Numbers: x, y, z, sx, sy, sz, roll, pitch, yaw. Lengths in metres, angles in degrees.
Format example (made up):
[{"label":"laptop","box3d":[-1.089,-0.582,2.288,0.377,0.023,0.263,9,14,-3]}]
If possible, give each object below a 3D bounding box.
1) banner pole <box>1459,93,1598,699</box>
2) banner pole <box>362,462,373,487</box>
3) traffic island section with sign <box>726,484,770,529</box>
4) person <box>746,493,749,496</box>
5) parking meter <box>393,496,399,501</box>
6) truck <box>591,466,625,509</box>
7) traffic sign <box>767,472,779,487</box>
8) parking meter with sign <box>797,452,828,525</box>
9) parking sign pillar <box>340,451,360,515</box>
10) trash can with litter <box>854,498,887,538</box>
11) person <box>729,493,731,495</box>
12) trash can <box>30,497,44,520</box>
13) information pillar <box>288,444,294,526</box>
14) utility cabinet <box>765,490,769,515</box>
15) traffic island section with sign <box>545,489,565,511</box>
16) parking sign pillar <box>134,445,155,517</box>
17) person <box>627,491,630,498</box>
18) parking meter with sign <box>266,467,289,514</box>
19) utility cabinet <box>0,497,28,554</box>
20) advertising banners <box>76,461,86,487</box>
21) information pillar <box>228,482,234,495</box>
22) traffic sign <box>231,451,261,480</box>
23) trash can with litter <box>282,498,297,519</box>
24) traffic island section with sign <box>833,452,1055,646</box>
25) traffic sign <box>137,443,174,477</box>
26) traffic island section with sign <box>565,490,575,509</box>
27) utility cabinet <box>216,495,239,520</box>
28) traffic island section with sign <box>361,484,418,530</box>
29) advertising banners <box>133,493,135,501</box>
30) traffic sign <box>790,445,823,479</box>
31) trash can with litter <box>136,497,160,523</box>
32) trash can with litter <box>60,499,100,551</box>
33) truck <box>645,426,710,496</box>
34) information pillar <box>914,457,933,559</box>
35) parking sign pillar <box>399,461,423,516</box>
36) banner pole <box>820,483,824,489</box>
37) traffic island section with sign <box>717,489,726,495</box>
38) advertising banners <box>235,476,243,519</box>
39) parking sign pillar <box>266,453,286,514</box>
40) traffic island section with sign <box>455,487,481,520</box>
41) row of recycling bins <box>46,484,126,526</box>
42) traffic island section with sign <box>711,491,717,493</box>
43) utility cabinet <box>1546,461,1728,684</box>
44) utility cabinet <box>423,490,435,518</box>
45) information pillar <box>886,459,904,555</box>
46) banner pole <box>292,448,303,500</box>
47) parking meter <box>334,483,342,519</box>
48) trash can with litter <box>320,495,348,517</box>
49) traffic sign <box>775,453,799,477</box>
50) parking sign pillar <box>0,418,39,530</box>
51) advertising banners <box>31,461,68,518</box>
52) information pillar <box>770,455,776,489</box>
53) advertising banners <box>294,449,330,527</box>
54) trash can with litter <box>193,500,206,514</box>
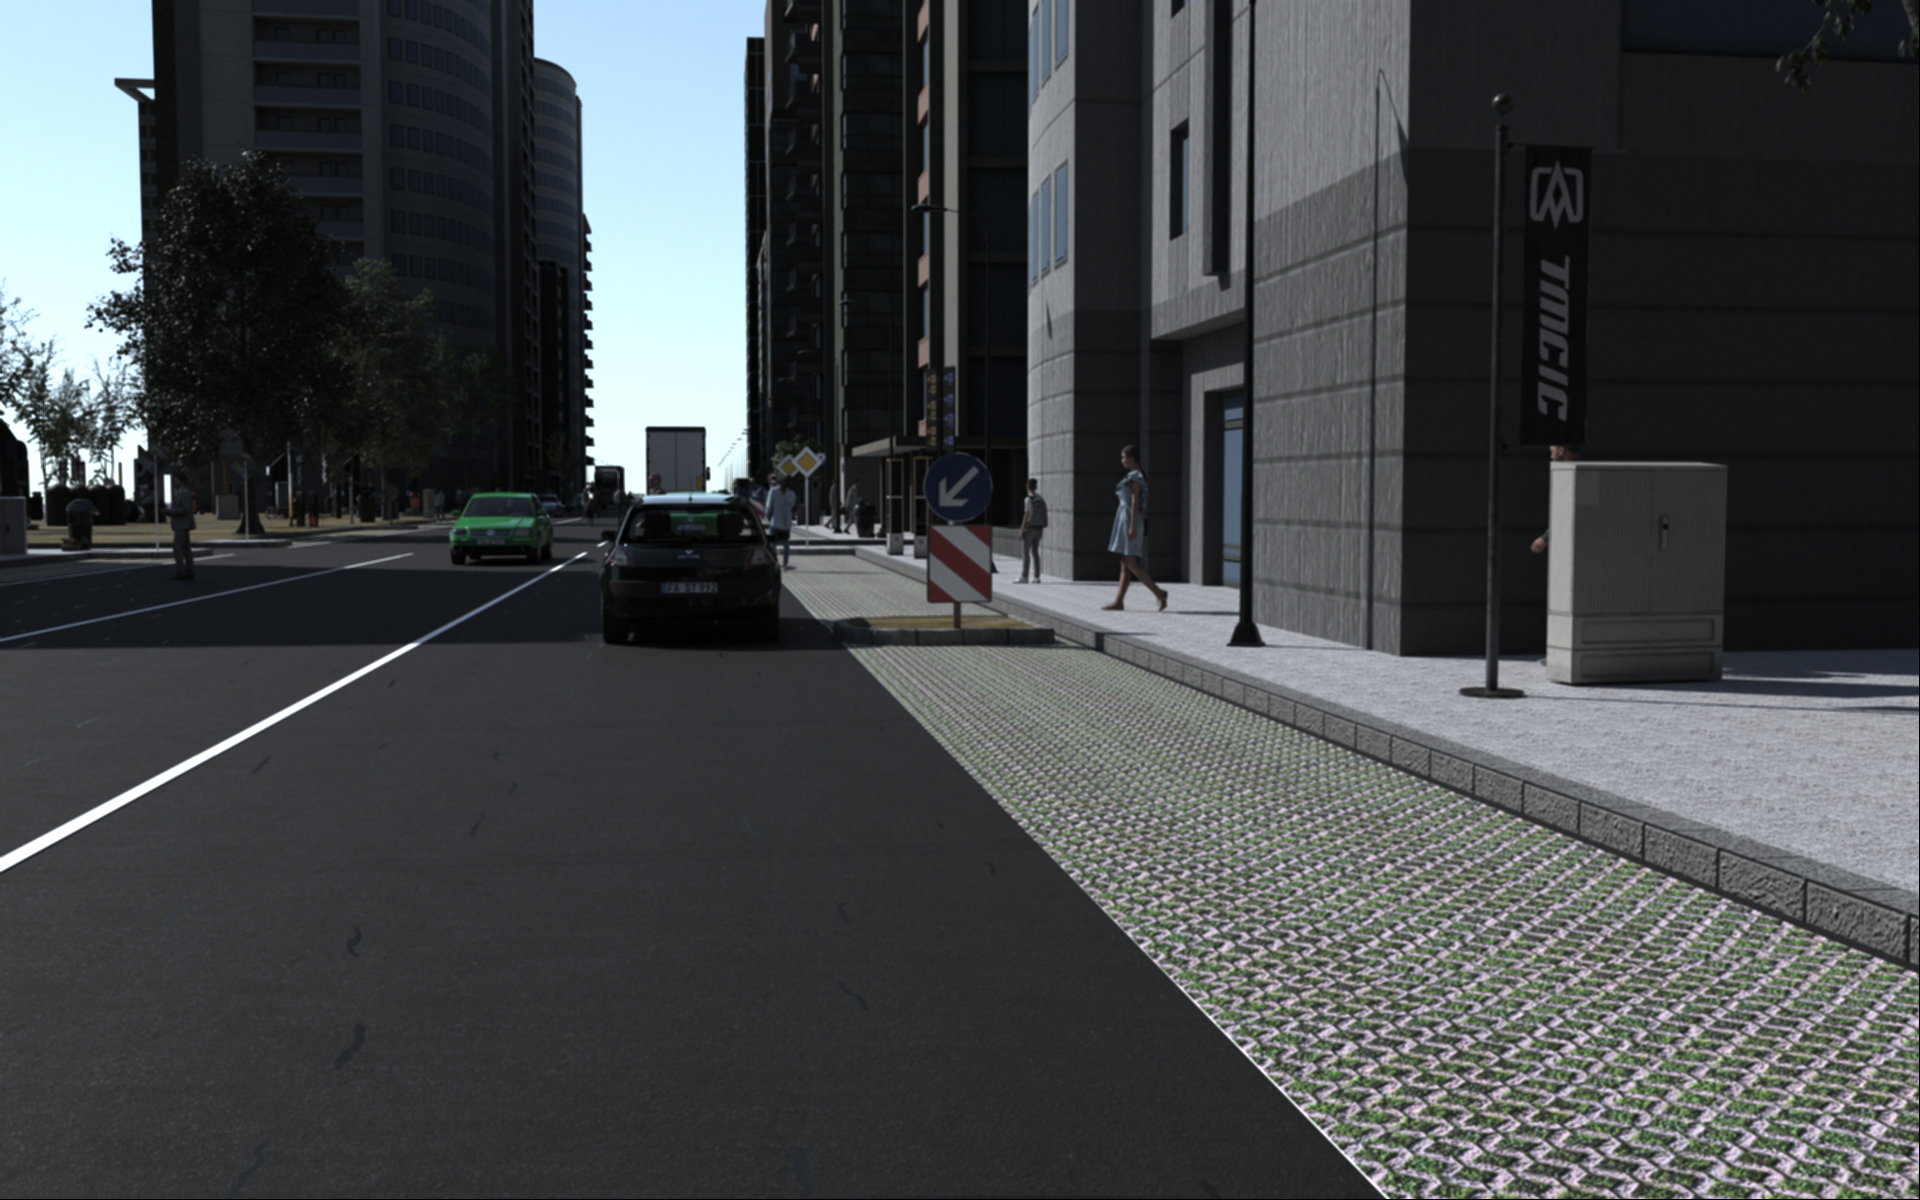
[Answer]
[{"label":"banner pole","box3d":[3.618,-1.282,10.983,0.863,3.779,0.401,-1,4,-12]},{"label":"banner pole","box3d":[-39.745,-7.709,116.062,0.863,3.779,0.401,-3,4,-37]},{"label":"traffic island section with sign","box3d":[-8.570,-3.867,71.852,1.989,1.847,2.006,-1,4,-9]},{"label":"person","box3d":[-21.994,-10.394,175.997,1.348,1.822,0.705,-1,4,-17]},{"label":"parking meter","box3d":[-38.714,-6.761,118.951,0.372,1.533,0.369,0,3,0]},{"label":"truck","box3d":[-35.293,-11.334,174.227,2.839,4.237,11.283,0,4,-8]},{"label":"traffic sign","box3d":[-10.577,-6.002,98.236,0.768,2.556,0.104,0,4,-8]},{"label":"parking meter with sign","box3d":[-6.160,-4.627,71.908,0.543,3.016,1.738,2,4,26]},{"label":"parking sign pillar","box3d":[-37.934,-7.292,107.694,1.447,3.967,1.447,2,4,24]},{"label":"trash can with litter","box3d":[-2.542,-2.404,50.698,1.055,1.170,0.624,-2,4,-23]},{"label":"person","box3d":[-31.487,-13.838,235.524,0.697,1.427,0.421,-2,4,-24]},{"label":"trash can","box3d":[-45.254,-4.476,84.833,0.748,1.137,0.748,0,3,0]},{"label":"information pillar","box3d":[-26.734,-4.759,69.171,0.183,3.616,0.504,-2,4,-28]},{"label":"utility cabinet","box3d":[-11.622,-5.915,105.381,0.318,1.500,1.173,-1,4,-16]},{"label":"traffic island section with sign","box3d":[-34.543,-8.390,145.804,1.989,1.847,2.006,-1,4,-9]},{"label":"parking sign pillar","box3d":[-44.293,-6.462,94.119,1.447,3.967,1.447,2,4,30]},{"label":"person","box3d":[-33.267,-10.088,174.353,0.541,1.710,0.530,0,4,4]},{"label":"parking meter with sign","box3d":[-43.113,-6.968,110.187,1.738,3.016,0.543,-3,5,-39]},{"label":"utility cabinet","box3d":[-20.471,-1.573,36.884,1.020,1.237,0.306,-1,4,-19]},{"label":"advertising banners","box3d":[-46.008,-5.871,92.173,2.074,3.025,0.090,0,4,2]},{"label":"information pillar","box3d":[-44.108,-6.135,104.806,0.304,2.012,0.304,-1,4,-20]},{"label":"traffic sign","box3d":[-19.486,-2.757,47.264,0.795,2.593,0.064,-1,4,-9]},{"label":"trash can with litter","box3d":[-34.986,-4.860,90.849,1.055,1.170,0.624,-3,5,-45]},{"label":"traffic island section with sign","box3d":[-0.235,-0.523,17.187,1.989,1.847,2.006,-1,4,-9]},{"label":"traffic sign","box3d":[-18.281,-2.274,39.370,0.795,2.593,0.064,-1,4,-9]},{"label":"traffic island section with sign","box3d":[-38.618,-10.020,172.450,1.989,1.847,2.006,-1,4,-9]},{"label":"utility cabinet","box3d":[-36.753,-4.633,86.907,1.020,1.237,0.306,-3,5,-42]},{"label":"traffic island section with sign","box3d":[-22.951,-3.741,69.799,1.989,1.847,2.006,-1,4,-9]},{"label":"advertising banners","box3d":[-50.853,-6.792,107.231,0.090,3.025,2.074,-1,4,-9]},{"label":"traffic sign","box3d":[-3.652,-2.409,41.574,0.795,2.593,0.064,-1,4,-9]},{"label":"trash can with litter","box3d":[-36.075,-4.008,76.920,0.624,1.170,1.055,1,4,8]},{"label":"trash can with litter","box3d":[-19.958,-1.703,39.228,0.624,1.170,1.055,-1,4,-10]},{"label":"truck","box3d":[-12.582,-5.408,77.342,2.839,4.237,11.283,-1,4,-8]},{"label":"information pillar","box3d":[-0.731,-1.826,34.339,0.304,2.012,0.304,1,4,15]},{"label":"parking sign pillar","box3d":[-32.131,-6.912,101.483,1.447,3.967,1.447,0,4,-1]},{"label":"banner pole","box3d":[-7.873,-6.445,95.393,0.863,3.779,0.401,-3,4,-36]},{"label":"traffic island section with sign","box3d":[-12.642,-5.497,98.499,1.989,1.847,2.006,-1,4,-9]},{"label":"advertising banners","box3d":[-37.753,-5.781,90.715,0.090,3.025,2.074,-1,4,-12]},{"label":"parking sign pillar","box3d":[-44.771,-7.644,113.459,1.447,3.967,1.447,1,4,19]},{"label":"traffic island section with sign","box3d":[-27.013,-5.371,96.447,1.989,1.847,2.006,-1,4,-9]},{"label":"row of recycling bins","box3d":[-35.715,-3.903,70.923,1.069,1.692,3.534,1,4,22]},{"label":"traffic island section with sign","box3d":[-20.252,-8.550,148.421,1.989,1.847,2.006,-1,4,-9]},{"label":"utility cabinet","box3d":[4.602,-0.188,11.761,1.173,1.500,0.318,-1,4,-15]},{"label":"utility cabinet","box3d":[-27.811,-5.017,90.708,0.318,1.500,1.173,0,4,-2]},{"label":"information pillar","box3d":[-1.364,-1.950,36.378,0.304,2.012,0.304,-1,4,-15]},{"label":"banner pole","box3d":[-35.602,-6.300,93.023,0.863,3.779,0.401,1,4,20]},{"label":"parking meter","box3d":[-32.650,-5.210,90.902,0.255,1.863,0.399,-2,4,-35]},{"label":"trash can with litter","box3d":[-35.472,-5.245,96.814,2.233,1.210,1.678,2,4,30]},{"label":"traffic sign","box3d":[-4.857,-2.892,49.468,0.795,2.593,0.064,-1,4,-9]},{"label":"parking sign pillar","box3d":[-33.958,-4.510,62.210,1.447,3.967,1.447,0,4,-3]},{"label":"advertising banners","box3d":[-48.085,-5.831,91.519,2.074,3.025,0.090,0,4,5]},{"label":"information pillar","box3d":[-10.632,-6.603,99.311,0.504,3.616,0.183,-1,4,-18]},{"label":"advertising banners","box3d":[-25.394,-4.388,67.926,2.074,3.025,0.090,2,4,30]},{"label":"trash can with litter","box3d":[-48.344,-6.009,109.631,1.055,1.170,0.624,-3,4,-38]}]
